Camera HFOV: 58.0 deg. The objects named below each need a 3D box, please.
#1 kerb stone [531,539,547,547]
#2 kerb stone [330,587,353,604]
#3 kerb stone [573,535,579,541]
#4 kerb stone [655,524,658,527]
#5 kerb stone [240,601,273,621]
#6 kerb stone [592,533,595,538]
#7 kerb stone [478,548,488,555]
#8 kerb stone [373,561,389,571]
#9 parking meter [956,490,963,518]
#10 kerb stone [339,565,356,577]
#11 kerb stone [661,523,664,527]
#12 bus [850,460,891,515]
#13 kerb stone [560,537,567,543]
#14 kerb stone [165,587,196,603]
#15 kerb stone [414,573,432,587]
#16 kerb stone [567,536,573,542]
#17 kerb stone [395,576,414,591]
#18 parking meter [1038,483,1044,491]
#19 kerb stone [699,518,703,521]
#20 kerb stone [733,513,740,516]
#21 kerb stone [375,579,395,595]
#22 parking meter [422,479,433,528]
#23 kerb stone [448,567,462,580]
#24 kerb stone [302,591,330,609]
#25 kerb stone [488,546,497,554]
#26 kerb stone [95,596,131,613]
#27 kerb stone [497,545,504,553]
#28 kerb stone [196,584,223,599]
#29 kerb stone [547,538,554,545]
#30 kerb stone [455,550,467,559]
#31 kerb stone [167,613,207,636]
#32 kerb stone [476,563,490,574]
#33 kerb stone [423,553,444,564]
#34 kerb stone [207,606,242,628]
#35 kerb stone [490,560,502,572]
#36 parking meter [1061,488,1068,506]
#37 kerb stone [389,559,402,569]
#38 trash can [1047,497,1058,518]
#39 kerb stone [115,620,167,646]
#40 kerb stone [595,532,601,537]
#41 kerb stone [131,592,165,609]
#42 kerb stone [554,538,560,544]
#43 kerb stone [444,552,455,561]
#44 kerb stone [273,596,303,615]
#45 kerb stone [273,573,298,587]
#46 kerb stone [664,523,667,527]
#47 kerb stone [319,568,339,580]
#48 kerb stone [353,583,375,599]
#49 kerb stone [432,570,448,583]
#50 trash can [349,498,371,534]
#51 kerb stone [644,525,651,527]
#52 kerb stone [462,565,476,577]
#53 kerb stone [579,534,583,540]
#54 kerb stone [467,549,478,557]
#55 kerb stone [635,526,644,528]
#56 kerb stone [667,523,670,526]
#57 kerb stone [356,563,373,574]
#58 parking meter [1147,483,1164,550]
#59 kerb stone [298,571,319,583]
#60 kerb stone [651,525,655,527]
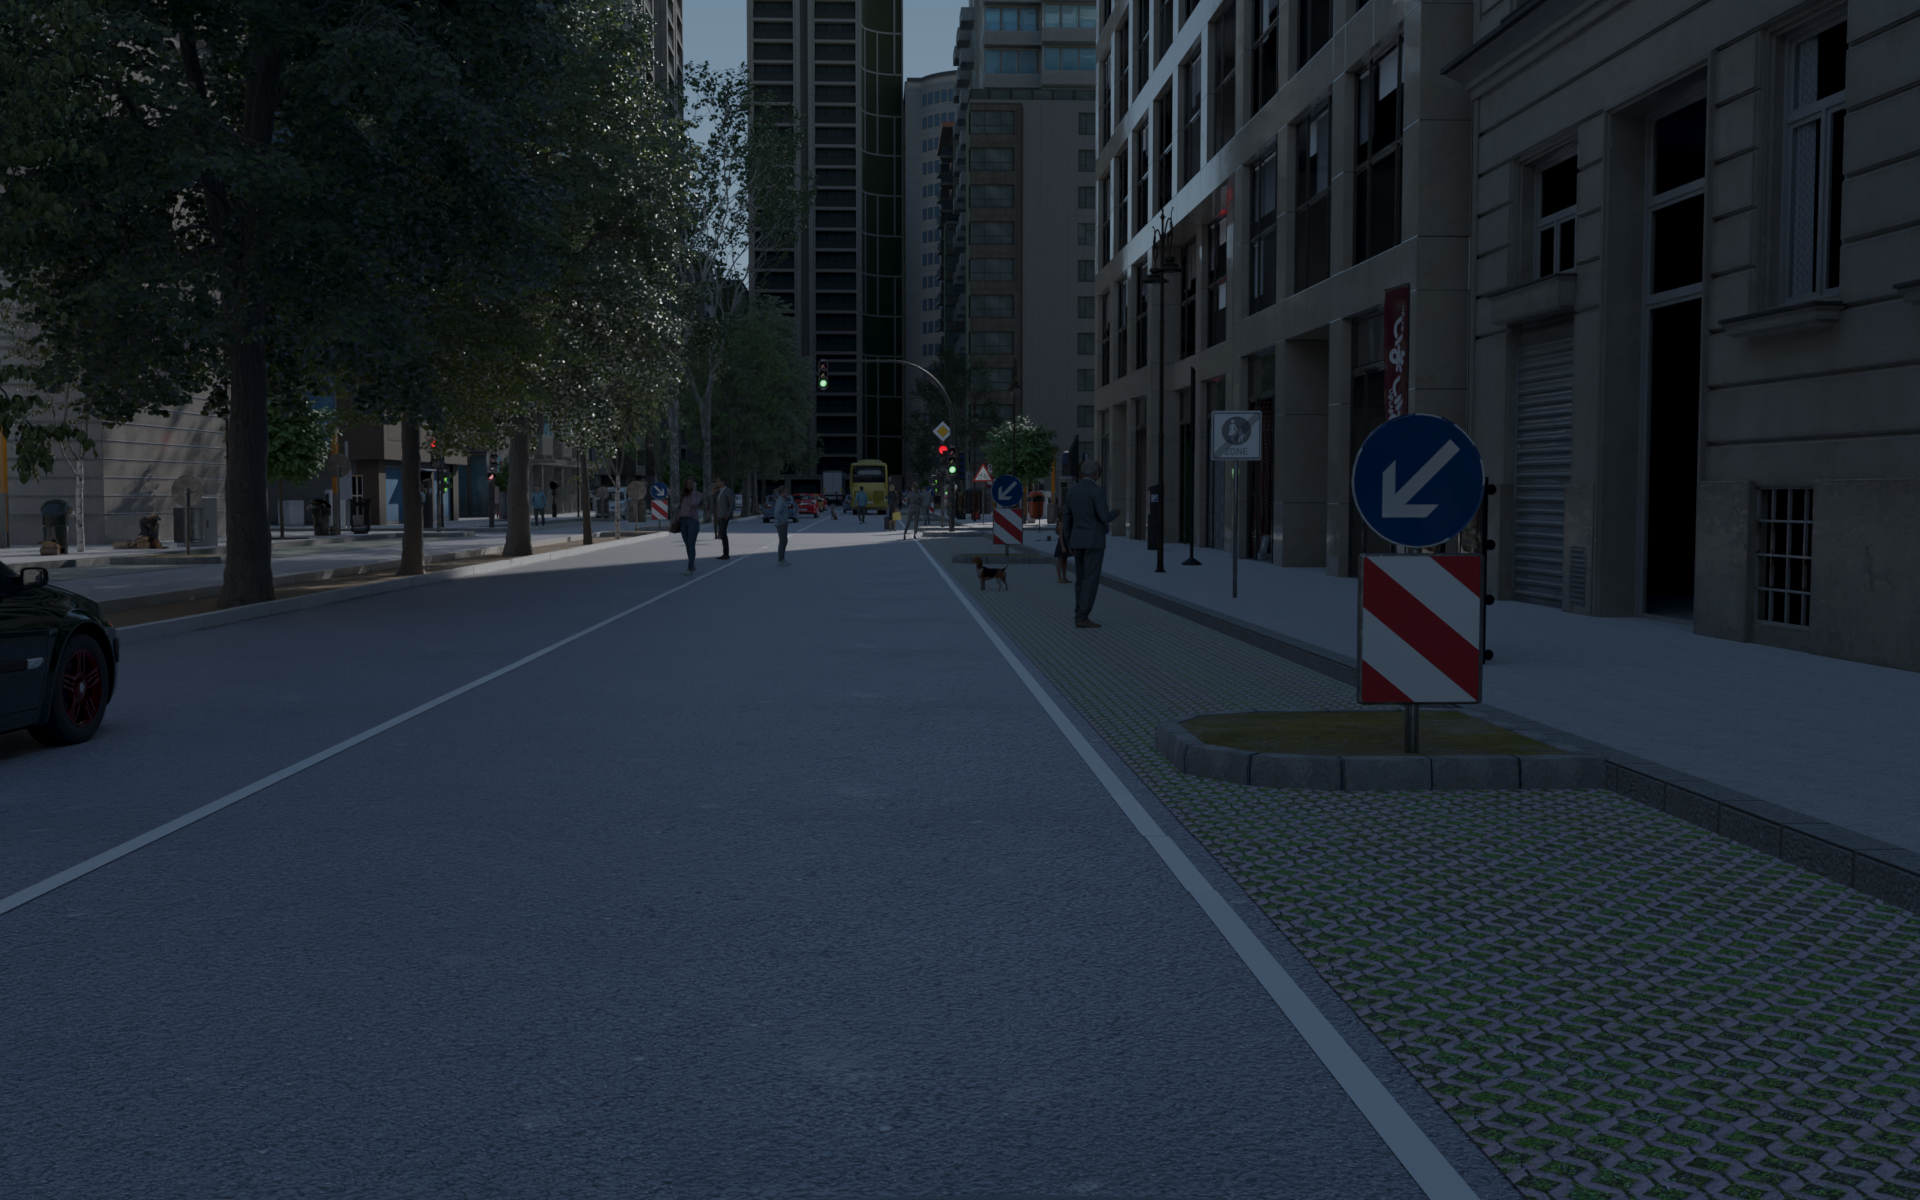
[{"bbox_3d":[-11.576,-1.548,47.540,0.120,0.150,1.000,0,4,-3],"label":"kerb stone"},{"bbox_3d":[-8.311,-0.050,23.015,0.120,0.150,1.000,0,4,-3],"label":"kerb stone"},{"bbox_3d":[-11.817,-1.864,52.671,0.120,0.150,1.000,0,4,-3],"label":"kerb stone"},{"bbox_3d":[-12.713,-3.021,71.596,0.120,0.150,1.000,0,4,-3],"label":"kerb stone"},{"bbox_3d":[-8.172,0.138,19.944,0.120,0.150,1.000,0,4,-3],"label":"kerb stone"},{"bbox_3d":[-11.968,-2.049,55.742,0.120,0.150,1.000,0,4,-3],"label":"kerb stone"},{"bbox_3d":[-11.232,-1.102,40.358,0.120,0.150,1.000,0,4,-3],"label":"kerb stone"},{"bbox_3d":[-10.856,-0.610,32.169,0.120,0.150,1.000,0,4,-3],"label":"kerb stone"},{"bbox_3d":[-0.030,-5.277,94.685,0.372,1.533,0.369,0,3,0],"label":"parking meter"},{"bbox_3d":[-10.761,-0.485,30.125,0.120,0.150,1.000,0,4,-3],"label":"kerb stone"},{"bbox_3d":[-12.819,-3.147,73.642,0.120,0.150,1.000,0,4,-3],"label":"kerb stone"},{"bbox_3d":[-6.385,-8.045,123.074,2.896,3.916,12.252,0,4,-2],"label":"bus"},{"bbox_3d":[-11.728,-1.736,50.629,0.120,0.150,1.000,0,4,-3],"label":"kerb stone"},{"bbox_3d":[-10.416,-0.046,22.953,0.120,0.150,1.000,0,4,-3],"label":"kerb stone"},{"bbox_3d":[-8.503,-0.301,27.122,0.120,0.150,1.000,0,4,-3],"label":"kerb stone"},{"bbox_3d":[-11.780,-1.801,51.649,0.120,0.150,1.000,0,4,-3],"label":"kerb stone"},{"bbox_3d":[-8.460,-0.239,26.101,0.120,0.150,1.000,0,4,-3],"label":"kerb stone"},{"bbox_3d":[4.667,-5.783,100.256,0.255,1.863,0.399,-2,4,-30],"label":"parking meter"},{"bbox_3d":[-13.690,-4.274,92.072,0.120,0.150,1.000,0,4,-3],"label":"kerb stone"},{"bbox_3d":[-14.716,-5.590,113.589,0.120,0.150,1.000,0,4,-3],"label":"kerb stone"},{"bbox_3d":[-8.415,-0.176,25.071,0.120,0.150,1.000,0,4,-3],"label":"kerb stone"},{"bbox_3d":[-20.056,-3.640,65.227,0.255,1.863,0.399,1,4,12],"label":"parking meter"},{"bbox_3d":[-8.609,-0.424,29.178,0.120,0.150,1.000,0,4,-3],"label":"kerb stone"},{"bbox_3d":[-8.259,0.012,21.993,0.120,0.150,1.000,0,4,-3],"label":"kerb stone"},{"bbox_3d":[-11.286,-1.171,41.379,0.120,0.150,1.000,0,4,-3],"label":"kerb stone"},{"bbox_3d":[-10.319,0.079,20.902,0.120,0.150,1.000,0,4,-3],"label":"kerb stone"},{"bbox_3d":[-11.331,-1.236,42.401,0.120,0.150,1.000,0,4,-3],"label":"kerb stone"},{"bbox_3d":[-10.458,-0.109,23.974,0.120,0.150,1.000,0,4,-3],"label":"kerb stone"},{"bbox_3d":[-11.625,-1.613,48.573,0.120,0.150,1.000,0,4,-3],"label":"kerb stone"},{"bbox_3d":[-11.134,-0.985,38.308,0.120,0.150,1.000,0,4,-3],"label":"kerb stone"},{"bbox_3d":[-8.064,0.266,17.896,0.120,0.150,1.000,0,4,-3],"label":"kerb stone"},{"bbox_3d":[-8.703,-0.553,31.231,0.120,0.150,1.000,0,4,-3],"label":"kerb stone"},{"bbox_3d":[-11.039,-0.860,36.262,0.120,0.150,1.000,0,4,-3],"label":"kerb stone"},{"bbox_3d":[-8.114,0.204,18.917,0.120,0.150,1.000,0,4,-3],"label":"kerb stone"},{"bbox_3d":[-8.750,-0.614,32.252,0.120,0.150,1.000,0,4,-3],"label":"kerb stone"},{"bbox_3d":[4.372,-3.864,71.590,0.372,1.533,0.369,0,3,0],"label":"parking meter"},{"bbox_3d":[-10.908,-0.673,33.192,0.120,0.150,1.000,0,4,-3],"label":"kerb stone"},{"bbox_3d":[4.477,-4.308,82.094,0.748,1.137,0.748,0,3,0],"label":"trash can"},{"bbox_3d":[-8.015,0.326,16.870,0.120,0.150,1.000,0,4,-3],"label":"kerb stone"},{"bbox_3d":[-12.071,-2.177,57.783,0.120,0.150,1.000,0,4,-3],"label":"kerb stone"},{"bbox_3d":[-10.364,0.018,21.927,0.120,0.150,1.000,0,4,-3],"label":"kerb stone"},{"bbox_3d":[-11.672,-1.676,49.601,0.120,0.150,1.000,0,4,-3],"label":"kerb stone"},{"bbox_3d":[-11.100,-0.923,37.283,0.120,0.150,1.000,0,4,-3],"label":"kerb stone"},{"bbox_3d":[-8.215,0.075,20.965,0.120,0.150,1.000,0,4,-3],"label":"kerb stone"},{"bbox_3d":[-10.613,-0.296,27.042,0.120,0.150,1.000,0,4,-3],"label":"kerb stone"},{"bbox_3d":[-12.869,-3.205,74.681,0.120,0.150,1.000,0,4,-3],"label":"kerb stone"},{"bbox_3d":[-10.699,-0.422,29.101,0.120,0.150,1.000,0,4,-3],"label":"kerb stone"},{"bbox_3d":[-8.366,-0.113,24.038,0.120,0.150,1.000,0,4,-3],"label":"kerb stone"},{"bbox_3d":[-8.551,-0.364,28.156,0.120,0.150,1.000,0,4,-3],"label":"kerb stone"},{"bbox_3d":[-19.314,-2.700,55.806,0.748,1.137,0.748,0,3,0],"label":"trash can"},{"bbox_3d":[-12.618,-2.897,69.554,0.120,0.150,1.000,0,4,-3],"label":"kerb stone"},{"bbox_3d":[-8.660,-0.489,30.199,0.120,0.150,1.000,0,4,-3],"label":"kerb stone"},{"bbox_3d":[-11.864,-1.927,53.701,0.120,0.150,1.000,0,4,-3],"label":"kerb stone"},{"bbox_3d":[-11.188,-1.048,39.330,0.120,0.150,1.000,0,4,-3],"label":"kerb stone"},{"bbox_3d":[-12.525,-2.771,67.499,0.120,0.150,1.000,0,4,-3],"label":"kerb stone"},{"bbox_3d":[-12.915,-3.273,75.706,0.120,0.150,1.000,0,4,-3],"label":"kerb stone"},{"bbox_3d":[-10.815,-0.547,31.145,0.120,0.150,1.000,0,4,-3],"label":"kerb stone"},{"bbox_3d":[4.483,-1.912,39.674,0.372,1.533,0.369,0,3,0],"label":"parking meter"},{"bbox_3d":[-10.660,-0.359,28.069,0.120,0.150,1.000,0,4,-3],"label":"kerb stone"},{"bbox_3d":[-12.669,-2.959,70.575,0.120,0.150,1.000,0,4,-3],"label":"kerb stone"}]
